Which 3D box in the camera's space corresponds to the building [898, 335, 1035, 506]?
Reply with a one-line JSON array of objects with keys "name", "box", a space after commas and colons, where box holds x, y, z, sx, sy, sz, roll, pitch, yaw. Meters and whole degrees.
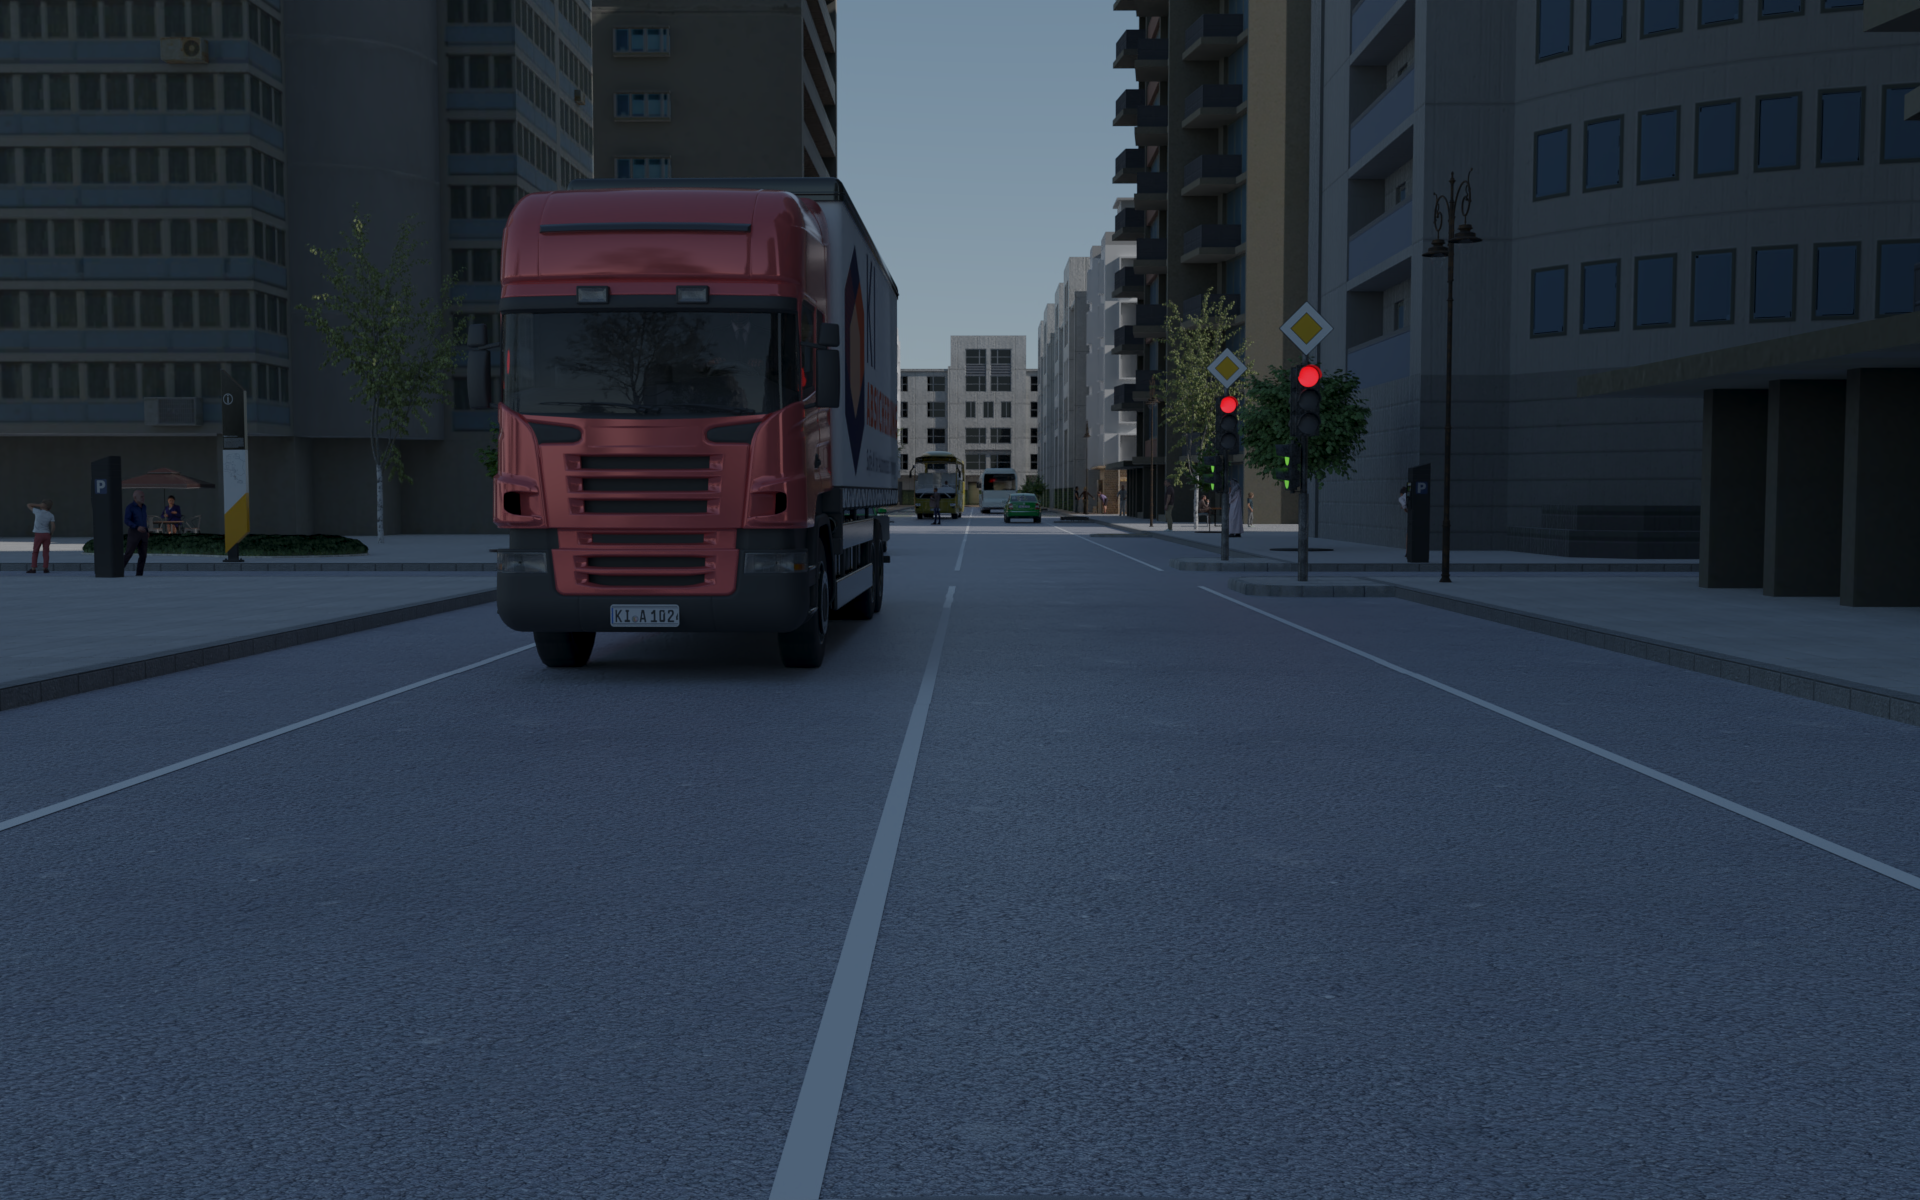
[{"name": "building", "box": [-0.980, -20.493, 201.524, 31.486, 18.905, 16.747, 0, 4, 1]}]

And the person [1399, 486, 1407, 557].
[{"name": "person", "box": [9.150, -1.584, 35.133, 0.799, 1.438, 0.628, 3, 5, 44]}]

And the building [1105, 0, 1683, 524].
[{"name": "building", "box": [19.088, -26.374, 85.833, 22.147, 44.769, 28.867, 0, 4, 1]}]

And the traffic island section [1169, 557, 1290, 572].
[{"name": "traffic island section", "box": [5.142, -0.685, 33.475, 2.009, 0.180, 2.903, 0, 4, 1]}]

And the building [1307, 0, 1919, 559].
[{"name": "building", "box": [24.420, -30.570, 41.820, 28.212, 58.520, 21.231, 0, 4, 1]}]

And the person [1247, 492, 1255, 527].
[{"name": "person", "box": [11.272, -3.491, 67.026, 0.340, 1.345, 0.435, 0, 4, 4]}]

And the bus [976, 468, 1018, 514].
[{"name": "bus", "box": [2.797, -8.290, 130.399, 2.948, 3.499, 13.247, 0, 4, 0]}]

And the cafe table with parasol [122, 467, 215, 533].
[{"name": "cafe table with parasol", "box": [-20.509, -2.434, 44.667, 2.610, 1.966, 2.610, -3, 4, -37]}]

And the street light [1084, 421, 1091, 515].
[{"name": "street light", "box": [7.851, -8.223, 107.232, 0.468, 5.910, 1.993, 0, 4, 1]}]

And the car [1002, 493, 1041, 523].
[{"name": "car", "box": [3.125, -4.788, 87.080, 1.959, 1.807, 4.718, 0, 4, 0]}]

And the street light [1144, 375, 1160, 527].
[{"name": "street light", "box": [7.483, -5.797, 67.572, 0.468, 5.910, 1.993, 0, 4, 1]}]

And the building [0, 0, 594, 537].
[{"name": "building", "box": [-26.164, -22.477, 59.375, 32.217, 40.220, 23.993, 0, 4, 1]}]

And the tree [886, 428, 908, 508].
[{"name": "tree", "box": [-7.140, -13.061, 163.907, 4.737, 8.622, 4.395, 0, 3, 0]}]

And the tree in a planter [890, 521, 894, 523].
[{"name": "tree in a planter", "box": [-4.301, -5.462, 86.530, 1.991, 3.239, 1.994, 0, 4, 1]}]

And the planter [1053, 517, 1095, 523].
[{"name": "planter", "box": [5.642, -3.964, 85.956, 1.991, 0.319, 1.994, 0, 4, 1]}]

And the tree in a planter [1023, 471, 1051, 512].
[{"name": "tree in a planter", "box": [6.115, -8.439, 135.195, 1.991, 3.239, 1.994, 0, 4, 1]}]

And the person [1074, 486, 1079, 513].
[{"name": "person", "box": [7.959, -6.818, 117.528, 0.705, 1.822, 1.348, 0, 4, 5]}]

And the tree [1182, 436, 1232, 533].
[{"name": "tree", "box": [8.130, -3.829, 57.213, 1.663, 3.219, 1.824, 0, 3, 0]}]

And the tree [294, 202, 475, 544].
[{"name": "tree", "box": [-14.810, -5.775, 44.781, 4.737, 8.622, 4.395, 0, 3, 0]}]

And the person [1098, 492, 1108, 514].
[{"name": "person", "box": [9.152, -6.213, 110.859, 0.697, 1.427, 0.421, -1, 4, -9]}]

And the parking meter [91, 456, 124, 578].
[{"name": "parking meter", "box": [-13.108, -1.279, 26.622, 0.399, 1.863, 0.255, 1, 4, 17]}]

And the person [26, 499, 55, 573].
[{"name": "person", "box": [-16.691, -1.163, 31.428, 0.340, 1.345, 0.435, 3, 5, 43]}]

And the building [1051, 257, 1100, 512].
[{"name": "building", "box": [16.581, -16.588, 137.668, 16.747, 18.905, 31.486, 0, 4, 1]}]

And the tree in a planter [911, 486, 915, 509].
[{"name": "tree in a planter", "box": [-3.577, -10.140, 163.014, 1.991, 3.239, 1.994, 0, 4, 1]}]

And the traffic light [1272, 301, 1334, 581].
[{"name": "traffic light", "box": [5.026, -2.230, 25.377, 0.839, 4.253, 0.868, 0, 4, 1]}]

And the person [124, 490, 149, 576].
[{"name": "person", "box": [-13.335, -1.030, 28.037, 0.600, 1.496, 0.574, 3, 5, 40]}]

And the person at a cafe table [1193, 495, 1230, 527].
[{"name": "person at a cafe table", "box": [10.120, -3.539, 68.720, 1.726, 1.238, 1.698, 0, 4, 6]}]

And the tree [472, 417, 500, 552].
[{"name": "tree", "box": [-9.819, -2.683, 38.471, 1.663, 3.219, 1.824, 0, 3, 0]}]

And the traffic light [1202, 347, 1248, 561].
[{"name": "traffic light", "box": [5.102, -2.718, 33.361, 0.839, 4.253, 0.868, 0, 4, 1]}]

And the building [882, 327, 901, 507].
[{"name": "building", "box": [-11.944, -19.609, 177.034, 11.380, 20.091, 16.016, 0, 4, 1]}]

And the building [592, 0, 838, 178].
[{"name": "building", "box": [-17.992, -28.630, 91.807, 21.300, 48.544, 21.600, 0, 4, 1]}]

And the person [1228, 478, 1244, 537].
[{"name": "person", "box": [8.113, -2.725, 51.258, 0.621, 1.740, 0.551, 0, 4, -8]}]

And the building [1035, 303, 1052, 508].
[{"name": "building", "box": [16.514, -18.510, 169.097, 16.747, 18.905, 31.486, 0, 4, 1]}]

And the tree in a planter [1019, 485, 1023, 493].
[{"name": "tree in a planter", "box": [6.361, -10.087, 162.138, 1.991, 3.239, 1.994, 0, 4, 1]}]

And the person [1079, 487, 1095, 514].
[{"name": "person", "box": [8.040, -6.333, 110.106, 1.217, 1.766, 0.721, 3, 5, 40]}]

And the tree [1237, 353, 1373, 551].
[{"name": "tree", "box": [7.734, -3.394, 39.213, 4.285, 4.588, 4.351, 0, 3, 0]}]

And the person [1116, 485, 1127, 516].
[{"name": "person", "box": [9.564, -5.874, 102.232, 0.875, 1.805, 0.789, 1, 4, 8]}]

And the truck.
[{"name": "truck", "box": [-2.200, -1.760, 17.687, 2.839, 4.237, 11.283, 0, 4, 2]}]

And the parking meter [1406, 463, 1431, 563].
[{"name": "parking meter", "box": [8.555, -1.630, 32.358, 0.399, 1.863, 0.255, 0, 4, -6]}]

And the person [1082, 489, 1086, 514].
[{"name": "person", "box": [7.974, -6.408, 111.523, 0.721, 1.735, 1.217, 0, 4, 7]}]

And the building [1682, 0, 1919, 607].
[{"name": "building", "box": [19.673, -21.728, 9.876, 22.147, 44.769, 28.867, 0, 4, 1]}]

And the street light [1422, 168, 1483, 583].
[{"name": "street light", "box": [7.055, -3.193, 24.993, 0.468, 5.910, 1.993, 0, 4, 1]}]

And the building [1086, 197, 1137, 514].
[{"name": "building", "box": [16.634, -15.891, 116.236, 16.016, 20.091, 11.380, 0, 4, 1]}]

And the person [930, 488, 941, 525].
[{"name": "person", "box": [-1.163, -4.393, 81.139, 0.431, 1.722, 0.655, 2, 4, 29]}]

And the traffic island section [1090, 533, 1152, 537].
[{"name": "traffic island section", "box": [5.366, -2.157, 58.139, 1.991, 0.108, 1.994, 0, 4, 1]}]

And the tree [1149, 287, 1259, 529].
[{"name": "tree", "box": [8.698, -6.871, 62.696, 4.737, 8.622, 4.395, 0, 3, 0]}]

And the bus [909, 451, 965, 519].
[{"name": "bus", "box": [-1.180, -6.821, 103.072, 2.896, 3.916, 12.252, 0, 4, 2]}]

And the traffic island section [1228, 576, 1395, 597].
[{"name": "traffic island section", "box": [5.066, -0.196, 25.490, 2.009, 0.180, 2.903, 0, 4, 1]}]

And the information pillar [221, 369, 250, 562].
[{"name": "information pillar", "box": [-13.608, -2.517, 32.507, 0.504, 3.616, 0.183, 1, 4, 12]}]

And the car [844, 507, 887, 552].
[{"name": "car", "box": [-2.698, -1.995, 41.410, 1.959, 1.807, 4.718, 0, 4, 0]}]

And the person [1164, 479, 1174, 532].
[{"name": "person", "box": [7.110, -3.243, 59.202, 0.434, 1.807, 0.598, 2, 4, 27]}]
